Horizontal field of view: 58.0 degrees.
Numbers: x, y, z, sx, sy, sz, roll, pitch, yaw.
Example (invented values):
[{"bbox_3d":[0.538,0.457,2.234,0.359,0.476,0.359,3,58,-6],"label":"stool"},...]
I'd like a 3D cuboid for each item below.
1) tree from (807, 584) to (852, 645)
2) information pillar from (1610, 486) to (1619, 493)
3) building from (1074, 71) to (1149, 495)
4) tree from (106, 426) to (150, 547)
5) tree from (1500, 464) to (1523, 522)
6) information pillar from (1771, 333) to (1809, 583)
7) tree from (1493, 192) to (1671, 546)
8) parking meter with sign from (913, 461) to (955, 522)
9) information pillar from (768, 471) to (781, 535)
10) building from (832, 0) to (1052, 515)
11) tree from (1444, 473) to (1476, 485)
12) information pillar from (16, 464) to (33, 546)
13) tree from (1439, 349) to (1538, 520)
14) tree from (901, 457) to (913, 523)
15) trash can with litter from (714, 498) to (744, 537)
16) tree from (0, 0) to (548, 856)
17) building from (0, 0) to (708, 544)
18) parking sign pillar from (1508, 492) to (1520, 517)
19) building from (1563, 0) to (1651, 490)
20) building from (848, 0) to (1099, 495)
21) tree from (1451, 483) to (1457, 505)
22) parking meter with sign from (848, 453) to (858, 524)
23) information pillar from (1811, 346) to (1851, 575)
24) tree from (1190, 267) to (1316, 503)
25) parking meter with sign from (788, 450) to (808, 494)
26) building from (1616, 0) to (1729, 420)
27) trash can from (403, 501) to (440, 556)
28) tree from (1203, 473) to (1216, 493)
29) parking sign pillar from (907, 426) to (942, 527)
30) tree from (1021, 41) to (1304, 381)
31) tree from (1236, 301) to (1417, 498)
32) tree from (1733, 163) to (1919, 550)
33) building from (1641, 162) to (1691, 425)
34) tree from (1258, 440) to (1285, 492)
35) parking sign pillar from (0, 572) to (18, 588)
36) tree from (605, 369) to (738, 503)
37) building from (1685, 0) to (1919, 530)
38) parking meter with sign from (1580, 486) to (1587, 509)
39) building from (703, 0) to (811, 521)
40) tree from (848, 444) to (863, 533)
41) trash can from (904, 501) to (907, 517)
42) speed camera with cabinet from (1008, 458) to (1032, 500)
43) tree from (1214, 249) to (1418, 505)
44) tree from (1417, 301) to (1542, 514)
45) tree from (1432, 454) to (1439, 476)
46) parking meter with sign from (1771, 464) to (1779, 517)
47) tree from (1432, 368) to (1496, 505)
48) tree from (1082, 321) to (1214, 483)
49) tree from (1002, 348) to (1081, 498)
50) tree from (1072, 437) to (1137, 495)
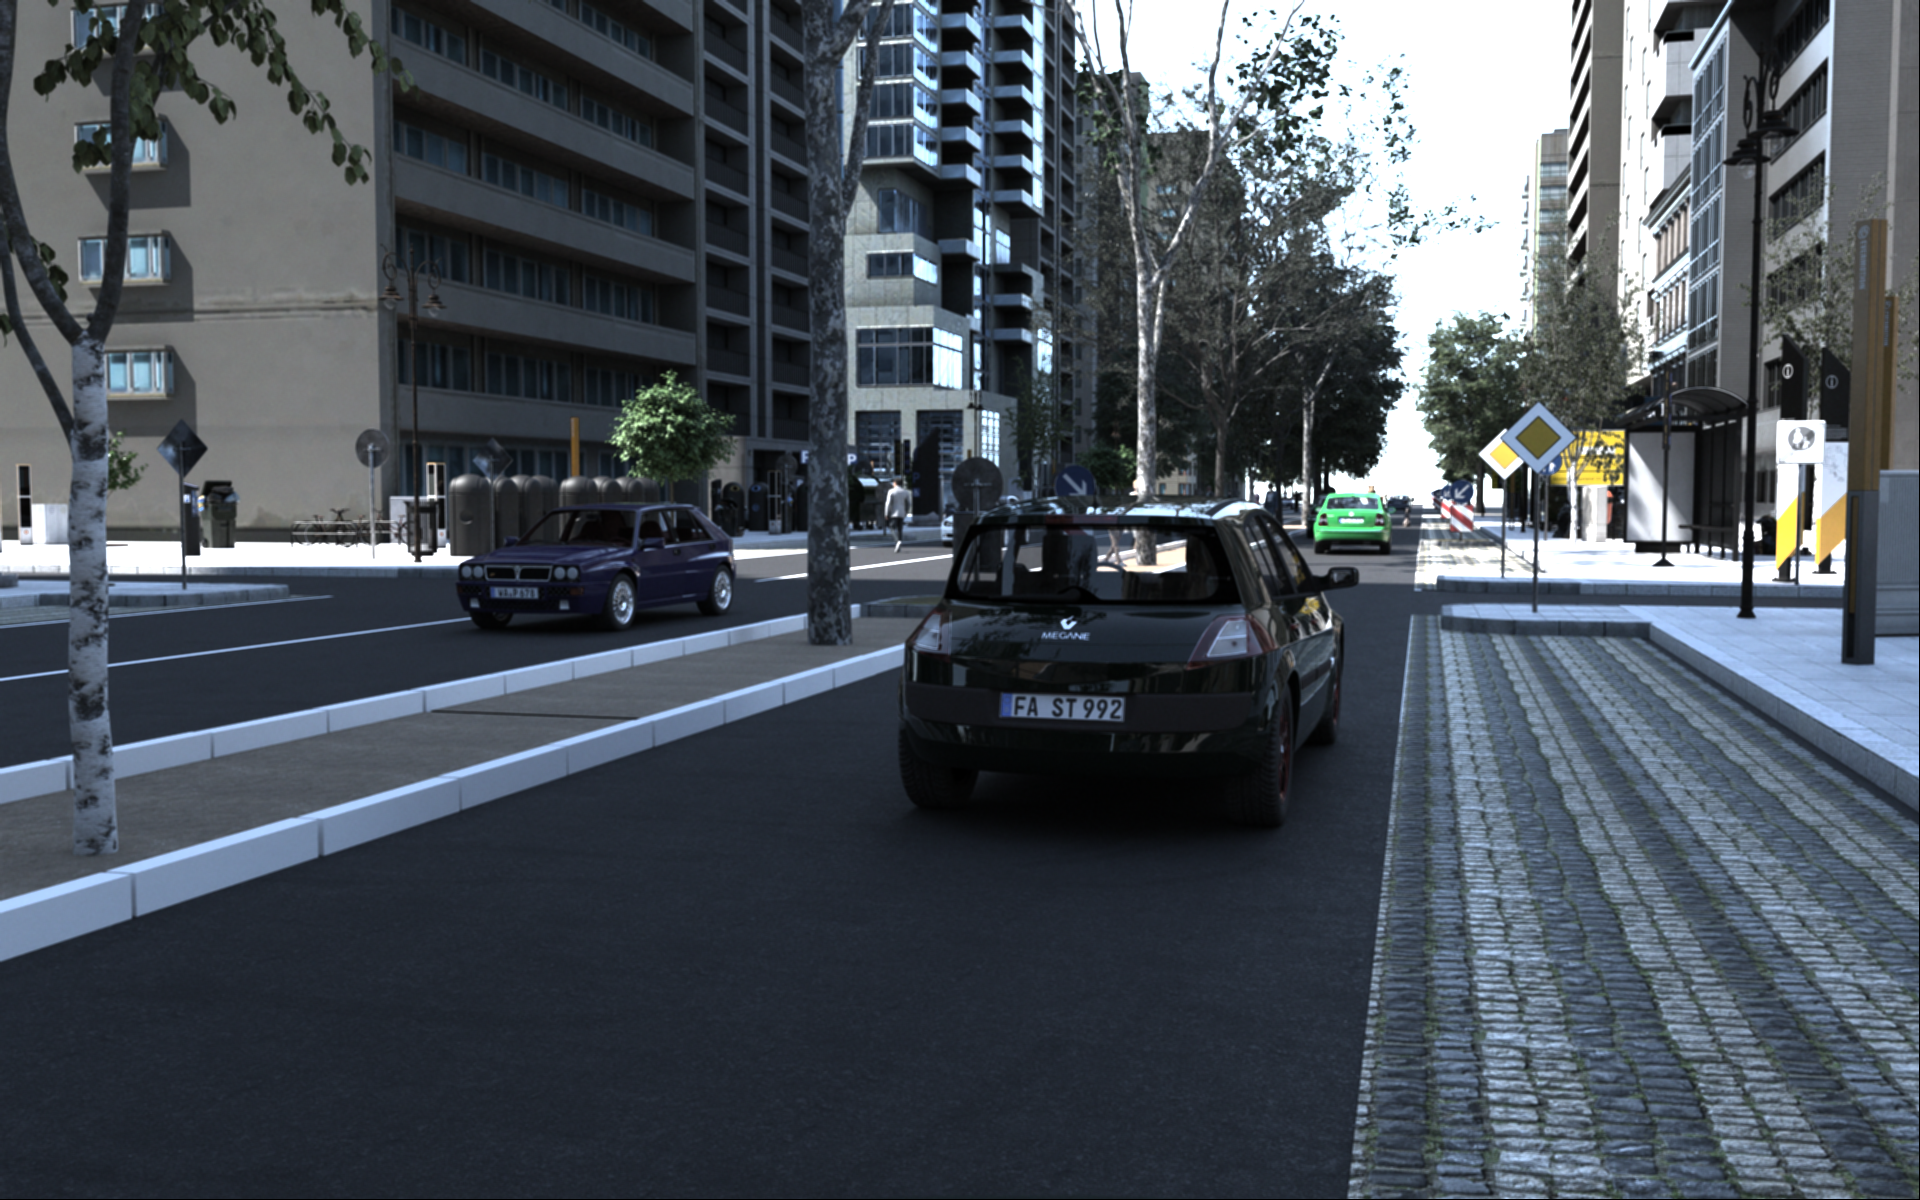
[{"bbox_3d":[-0.288,-9.565,14.742,12.611,20.169,13.585,0,3,0],"label":"tree"},{"bbox_3d":[31.658,-4.854,83.849,0.304,2.012,0.304,-1,4,-13],"label":"information pillar"},{"bbox_3d":[9.807,-29.410,164.440,14.154,41.232,14.086,1,4,15],"label":"building"},{"bbox_3d":[-20.982,-2.917,42.292,1.663,3.219,1.824,0,3,0],"label":"tree"},{"bbox_3d":[25.740,-5.254,80.509,1.663,3.219,1.824,0,3,0],"label":"tree"},{"bbox_3d":[12.037,-2.062,25.064,0.183,3.616,0.504,-1,4,-12],"label":"information pillar"},{"bbox_3d":[15.027,-5.611,42.096,4.360,8.622,3.978,0,3,0],"label":"tree"},{"bbox_3d":[-1.059,-4.669,72.595,1.738,3.016,0.543,1,4,14],"label":"parking meter with sign"},{"bbox_3d":[-5.836,-3.064,54.594,0.304,2.012,0.304,2,4,24],"label":"information pillar"},{"bbox_3d":[-5.623,-49.514,122.225,22.319,86.520,31.000,1,4,15],"label":"building"},{"bbox_3d":[47.559,-11.072,164.733,4.285,4.588,4.351,0,3,0],"label":"tree"},{"bbox_3d":[-23.304,-2.365,43.164,0.304,2.012,0.304,-2,4,-31],"label":"information pillar"},{"bbox_3d":[27.197,-8.349,86.875,4.737,8.622,4.395,0,3,0],"label":"tree"},{"bbox_3d":[-1.769,-4.995,76.265,1.663,3.219,1.824,0,3,0],"label":"tree"},{"bbox_3d":[-6.868,-2.467,51.724,0.624,1.170,1.055,1,4,14],"label":"trash can with litter"},{"bbox_3d":[-3.415,-3.305,6.864,4.737,8.622,4.395,0,3,0],"label":"tree"},{"bbox_3d":[-22.426,-26.436,55.937,21.300,48.544,21.600,1,4,15],"label":"building"},{"bbox_3d":[31.018,-6.581,96.069,1.447,3.967,1.447,0,4,6],"label":"parking sign pillar"},{"bbox_3d":[59.106,-31.231,134.320,21.300,48.544,21.600,1,4,15],"label":"building"},{"bbox_3d":[1.123,-43.382,147.554,20.563,71.187,20.611,1,4,15],"label":"building"},{"bbox_3d":[59.563,-13.127,209.228,1.663,3.219,1.824,0,3,0],"label":"tree"},{"bbox_3d":[-4.609,-4.813,74.951,0.543,3.016,1.738,0,4,2],"label":"parking meter with sign"},{"bbox_3d":[13.888,-2.215,27.573,0.504,3.616,0.183,-1,4,-11],"label":"information pillar"},{"bbox_3d":[9.223,-6.211,54.366,4.360,8.622,3.978,0,3,0],"label":"tree"},{"bbox_3d":[-6.535,-4.468,69.316,0.543,3.016,1.738,-2,4,-32],"label":"parking meter with sign"},{"bbox_3d":[57.189,-31.771,108.695,28.713,52.752,27.495,1,4,15],"label":"building"},{"bbox_3d":[-11.146,-1.482,35.879,0.748,1.137,0.748,0,3,0],"label":"trash can"},{"bbox_3d":[22.853,-9.928,156.917,1.663,3.219,1.824,0,3,0],"label":"tree"},{"bbox_3d":[-1.361,-4.872,68.133,1.447,3.967,1.447,2,4,33],"label":"parking sign pillar"},{"bbox_3d":[6.983,-8.161,46.255,12.009,13.543,11.850,0,3,0],"label":"tree"},{"bbox_3d":[20.371,-10.799,96.021,9.611,12.733,9.660,0,3,0],"label":"tree"},{"bbox_3d":[19.863,-5.448,39.439,4.360,8.622,3.978,0,3,0],"label":"tree"},{"bbox_3d":[40.428,-13.535,85.918,10.561,19.102,19.286,1,4,15],"label":"building"},{"bbox_3d":[37.946,-16.036,212.550,4.737,8.622,4.395,0,3,0],"label":"tree"},{"bbox_3d":[-13.730,-2.150,23.621,1.447,3.967,1.447,-1,4,-13],"label":"parking sign pillar"},{"bbox_3d":[-7.572,-3.749,45.016,4.285,4.588,4.351,0,3,0],"label":"tree"},{"bbox_3d":[35.471,-14.833,61.580,14.314,24.678,30.058,1,4,15],"label":"building"},{"bbox_3d":[28.081,-5.029,78.483,1.738,3.016,0.543,-2,4,-26],"label":"parking meter with sign"},{"bbox_3d":[-16.207,-39.474,83.659,20.563,71.187,20.611,1,4,15],"label":"building"},{"bbox_3d":[-3.977,-3.788,56.534,1.663,3.219,1.824,0,3,0],"label":"tree"},{"bbox_3d":[-3.211,-5.113,95.244,0.748,1.137,0.748,0,3,0],"label":"trash can"},{"bbox_3d":[3.541,-6.250,96.527,0.660,3.252,2.038,3,5,42],"label":"speed camera with cabinet"},{"bbox_3d":[17.820,-10.802,85.721,9.857,13.997,8.962,0,3,0],"label":"tree"},{"bbox_3d":[34.240,-12.650,113.487,9.857,13.997,8.962,0,3,0],"label":"tree"},{"bbox_3d":[42.479,-11.812,143.493,4.737,8.622,4.395,0,3,0],"label":"tree"},{"bbox_3d":[21.101,-2.924,44.061,0.543,3.016,1.738,0,4,7],"label":"parking meter with sign"},{"bbox_3d":[45.886,-14.452,154.422,7.486,12.596,7.792,0,3,0],"label":"tree"},{"bbox_3d":[13.061,-13.065,120.266,9.857,13.997,8.962,0,3,0],"label":"tree"},{"bbox_3d":[3.965,-8.402,87.738,4.737,8.622,4.395,0,3,0],"label":"tree"},{"bbox_3d":[8.145,-7.140,100.450,4.285,4.588,4.351,0,3,0],"label":"tree"}]
